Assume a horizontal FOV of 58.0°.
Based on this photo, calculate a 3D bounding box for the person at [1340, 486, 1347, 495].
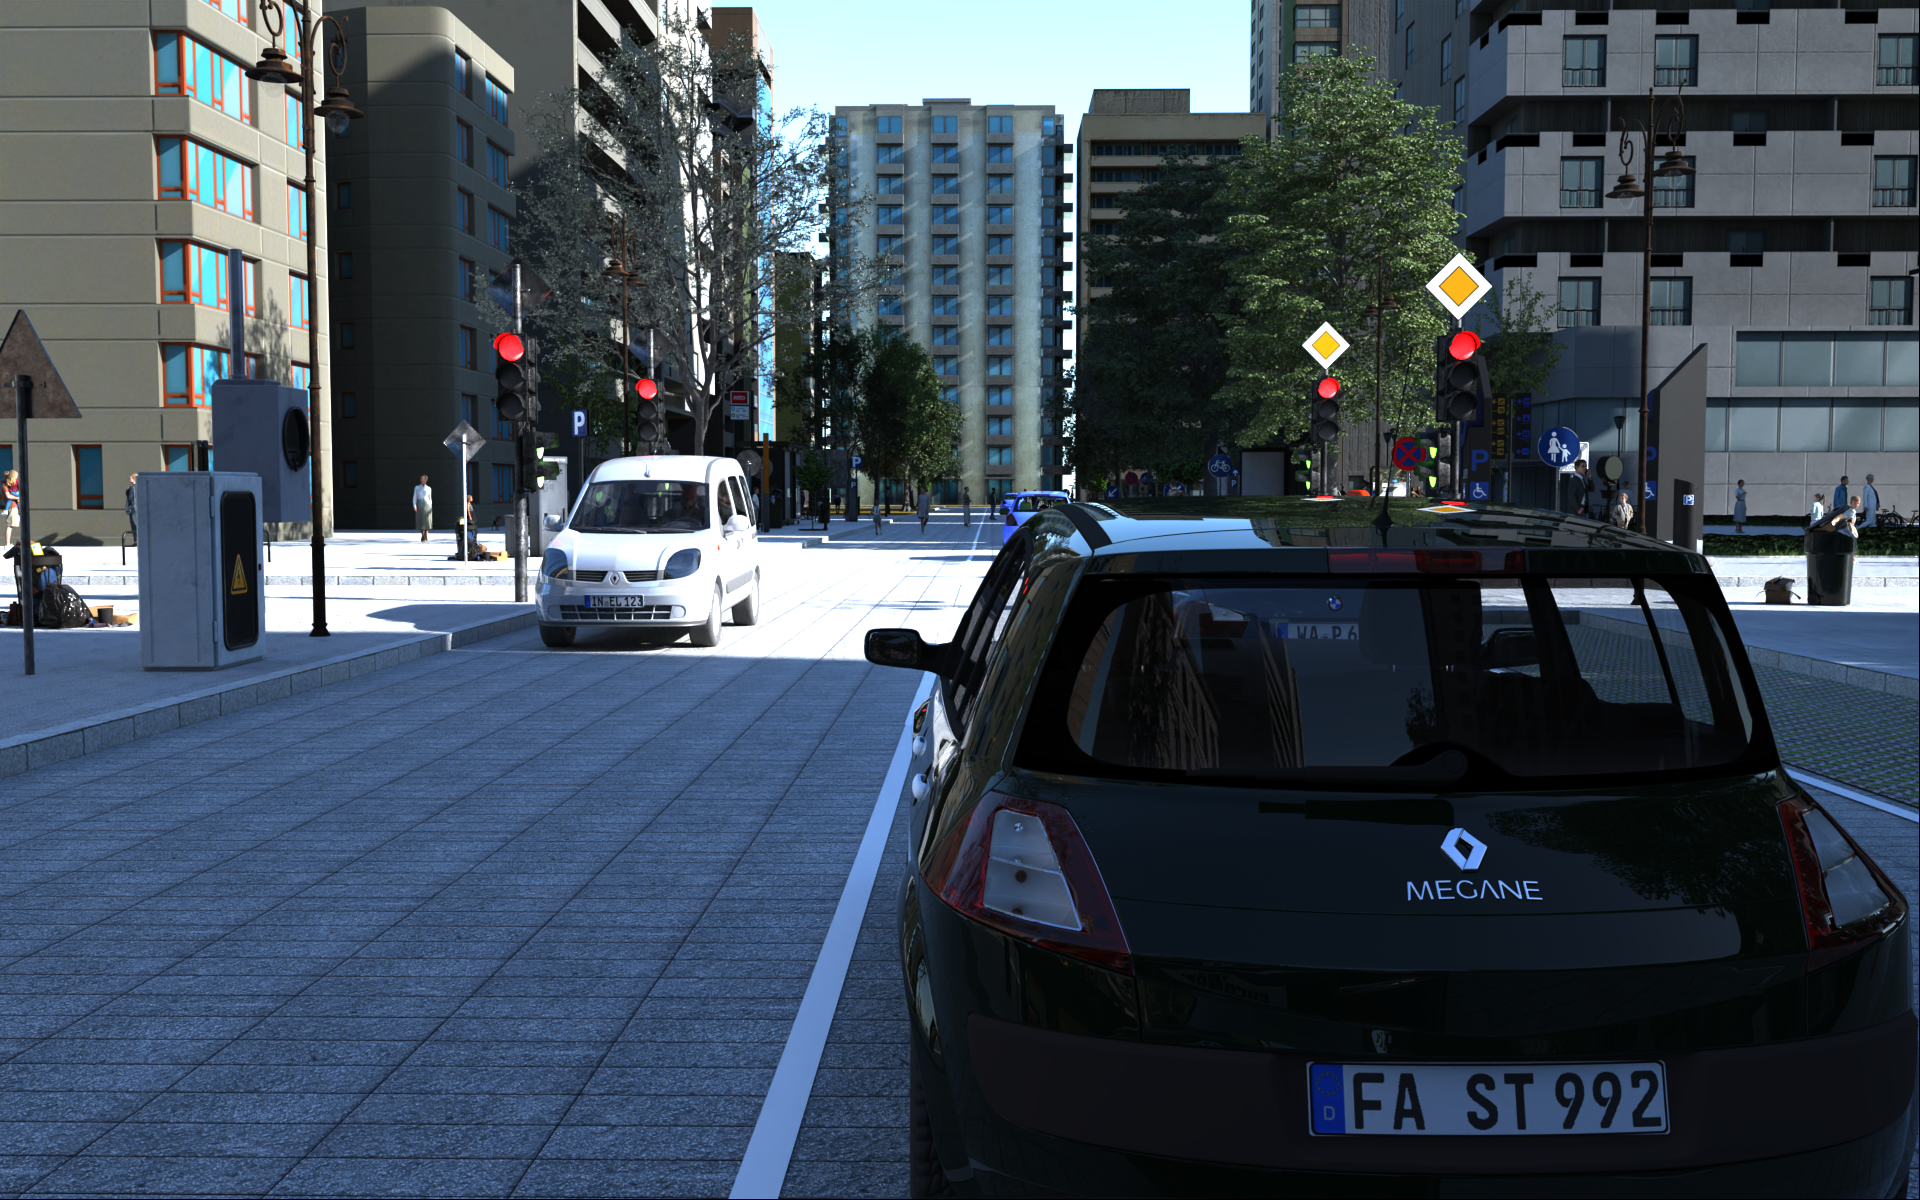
[{"bbox_3d":[26.597,-6.985,120.267,0.705,1.821,1.348,-2,4,-34],"label":"person"}]

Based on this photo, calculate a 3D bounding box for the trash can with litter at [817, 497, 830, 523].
[{"bbox_3d":[-6.083,-3.967,76.249,0.624,1.170,1.055,-1,4,-18],"label":"trash can with litter"}]

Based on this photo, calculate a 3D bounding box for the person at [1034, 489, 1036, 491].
[{"bbox_3d":[6.363,-8.411,146.045,1.348,1.821,0.705,-1,4,-20],"label":"person"}]

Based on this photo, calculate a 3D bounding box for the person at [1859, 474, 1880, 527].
[{"bbox_3d":[25.347,-2.598,48.393,0.818,1.842,0.514,1,4,20],"label":"person"}]

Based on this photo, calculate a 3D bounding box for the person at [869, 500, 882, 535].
[{"bbox_3d":[-2.951,-2.877,60.558,0.505,1.210,0.382,1,4,10],"label":"person"}]

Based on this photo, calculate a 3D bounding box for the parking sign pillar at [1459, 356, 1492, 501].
[{"bbox_3d":[9.910,-2.741,33.288,1.447,3.967,1.447,1,4,10],"label":"parking sign pillar"}]

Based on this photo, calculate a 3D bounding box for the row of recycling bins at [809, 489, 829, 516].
[{"bbox_3d":[-8.333,-5.814,102.175,1.069,1.692,3.534,0,4,4],"label":"row of recycling bins"}]

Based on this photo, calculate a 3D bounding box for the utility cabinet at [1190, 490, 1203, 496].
[{"bbox_3d":[14.059,-5.787,103.290,0.318,1.500,1.173,3,5,39],"label":"utility cabinet"}]

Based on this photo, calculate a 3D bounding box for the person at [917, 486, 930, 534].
[{"bbox_3d":[-1.325,-3.225,61.982,0.466,1.731,0.760,-1,4,-18],"label":"person"}]

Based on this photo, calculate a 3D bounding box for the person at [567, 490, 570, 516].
[{"bbox_3d":[-17.456,-4.279,76.751,0.760,1.731,0.466,0,4,0],"label":"person"}]

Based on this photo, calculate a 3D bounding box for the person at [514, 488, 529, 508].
[{"bbox_3d":[-15.818,-3.433,62.373,0.606,1.804,0.583,-2,4,-29],"label":"person"}]

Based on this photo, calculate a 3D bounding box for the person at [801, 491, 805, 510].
[{"bbox_3d":[-9.727,-6.089,106.519,0.530,1.710,0.541,3,5,45],"label":"person"}]

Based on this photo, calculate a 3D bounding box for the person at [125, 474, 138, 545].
[{"bbox_3d":[-19.837,-2.162,41.809,0.534,1.772,0.576,-1,4,-14],"label":"person"}]

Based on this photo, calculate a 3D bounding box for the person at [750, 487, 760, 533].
[{"bbox_3d":[-6.743,-2.961,57.057,0.523,1.515,0.503,-3,4,-37],"label":"person"}]

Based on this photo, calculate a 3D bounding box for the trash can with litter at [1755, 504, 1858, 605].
[{"bbox_3d":[9.819,-0.532,20.080,1.055,1.170,0.624,2,4,29],"label":"trash can with litter"}]

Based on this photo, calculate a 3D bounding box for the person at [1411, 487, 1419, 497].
[{"bbox_3d":[30.726,-6.767,117.408,1.217,1.735,0.721,-1,4,-21],"label":"person"}]

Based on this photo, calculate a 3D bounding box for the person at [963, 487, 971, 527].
[{"bbox_3d":[0.319,-4.068,75.560,0.362,1.759,0.519,1,4,9],"label":"person"}]

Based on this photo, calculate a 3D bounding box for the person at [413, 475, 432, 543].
[{"bbox_3d":[-14.266,-2.431,46.022,0.478,1.798,0.641,-1,4,-11],"label":"person"}]

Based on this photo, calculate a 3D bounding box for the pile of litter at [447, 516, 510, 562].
[{"bbox_3d":[-9.348,-1.202,33.622,1.176,0.858,1.719,-1,4,-16],"label":"pile of litter"}]

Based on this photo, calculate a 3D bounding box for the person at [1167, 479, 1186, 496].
[{"bbox_3d":[5.839,-2.345,46.812,0.622,1.834,0.822,-2,4,-30],"label":"person"}]

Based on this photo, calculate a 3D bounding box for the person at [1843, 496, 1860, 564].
[{"bbox_3d":[16.277,-1.279,31.642,0.332,1.250,0.352,-2,4,-33],"label":"person"}]

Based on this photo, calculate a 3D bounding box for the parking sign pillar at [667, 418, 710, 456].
[{"bbox_3d":[-8.726,-4.111,55.681,1.447,3.967,1.447,0,4,7],"label":"parking sign pillar"}]

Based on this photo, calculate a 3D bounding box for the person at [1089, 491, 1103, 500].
[{"bbox_3d":[10.232,-7.615,131.267,1.217,1.743,0.721,1,4,19],"label":"person"}]

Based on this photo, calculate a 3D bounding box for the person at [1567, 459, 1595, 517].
[{"bbox_3d":[11.124,-1.566,31.009,0.474,1.900,0.648,1,4,20],"label":"person"}]

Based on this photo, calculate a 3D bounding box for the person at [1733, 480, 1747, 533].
[{"bbox_3d":[25.577,-3.058,56.614,0.480,1.755,0.524,-2,4,-32],"label":"person"}]

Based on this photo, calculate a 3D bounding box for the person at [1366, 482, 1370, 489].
[{"bbox_3d":[16.761,-3.995,71.635,0.850,1.792,0.678,0,4,-7],"label":"person"}]

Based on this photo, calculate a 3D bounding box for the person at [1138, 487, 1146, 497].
[{"bbox_3d":[14.297,-7.909,135.360,0.705,1.824,1.348,-3,4,-38],"label":"person"}]

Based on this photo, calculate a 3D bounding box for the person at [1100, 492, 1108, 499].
[{"bbox_3d":[13.709,-9.542,162.065,1.348,1.822,0.705,-1,4,-15],"label":"person"}]

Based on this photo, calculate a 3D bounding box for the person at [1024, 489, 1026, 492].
[{"bbox_3d":[4.981,-7.624,133.148,1.348,1.824,0.705,2,4,30],"label":"person"}]

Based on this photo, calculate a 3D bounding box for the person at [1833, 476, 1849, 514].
[{"bbox_3d":[24.366,-2.543,47.957,0.601,1.785,0.444,-2,4,-30],"label":"person"}]

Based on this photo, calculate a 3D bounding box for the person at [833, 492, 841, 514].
[{"bbox_3d":[-7.834,-6.173,110.208,0.421,1.427,0.697,-2,4,-25],"label":"person"}]

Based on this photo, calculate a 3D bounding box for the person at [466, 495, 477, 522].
[{"bbox_3d":[-14.679,-2.519,51.891,0.373,1.253,0.362,0,4,0],"label":"person"}]

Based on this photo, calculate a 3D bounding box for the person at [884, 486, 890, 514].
[{"bbox_3d":[-4.662,-6.450,111.588,0.705,1.814,1.350,0,4,6],"label":"person"}]

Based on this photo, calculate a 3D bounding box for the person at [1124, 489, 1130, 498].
[{"bbox_3d":[16.961,-10.353,175.769,0.683,1.767,0.568,-1,4,-13],"label":"person"}]

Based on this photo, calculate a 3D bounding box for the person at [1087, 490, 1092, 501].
[{"bbox_3d":[13.610,-10.645,180.616,0.617,1.759,0.750,0,4,7],"label":"person"}]

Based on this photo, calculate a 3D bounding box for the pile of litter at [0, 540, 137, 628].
[{"bbox_3d":[-8.878,-0.187,17.027,1.719,0.858,1.176,3,4,36],"label":"pile of litter"}]

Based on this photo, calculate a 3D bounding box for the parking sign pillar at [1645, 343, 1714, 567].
[{"bbox_3d":[12.658,-2.588,30.791,1.447,3.967,1.447,-2,4,-31],"label":"parking sign pillar"}]

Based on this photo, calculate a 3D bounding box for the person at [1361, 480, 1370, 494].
[{"bbox_3d":[14.797,-3.482,63.255,0.850,1.792,0.678,-1,4,-23],"label":"person"}]

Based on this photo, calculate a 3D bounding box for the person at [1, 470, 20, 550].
[{"bbox_3d":[-21.778,-2.064,39.759,0.580,1.828,0.573,1,4,19],"label":"person"}]

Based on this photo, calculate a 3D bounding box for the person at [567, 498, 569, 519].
[{"bbox_3d":[-13.741,-3.287,59.961,0.728,1.800,0.709,-1,4,-16],"label":"person"}]

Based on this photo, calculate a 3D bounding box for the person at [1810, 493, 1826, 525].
[{"bbox_3d":[19.757,-1.817,40.036,0.394,1.301,0.425,3,5,41],"label":"person"}]

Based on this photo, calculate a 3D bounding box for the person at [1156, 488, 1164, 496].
[{"bbox_3d":[15.082,-7.607,131.139,1.217,1.735,0.721,3,5,43],"label":"person"}]

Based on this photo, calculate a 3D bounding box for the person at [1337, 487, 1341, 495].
[{"bbox_3d":[24.514,-6.540,113.053,0.705,1.814,1.350,-2,4,-26],"label":"person"}]

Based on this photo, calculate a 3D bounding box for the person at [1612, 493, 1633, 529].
[{"bbox_3d":[15.066,-1.775,39.344,0.475,1.303,0.640,-1,4,-17],"label":"person"}]

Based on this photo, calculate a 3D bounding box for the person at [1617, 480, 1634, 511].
[{"bbox_3d":[22.041,-3.087,57.264,0.466,1.731,0.760,-1,4,-19],"label":"person"}]

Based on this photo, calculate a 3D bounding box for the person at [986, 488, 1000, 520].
[{"bbox_3d":[1.810,-5.240,94.526,0.721,1.781,0.623,1,4,18],"label":"person"}]

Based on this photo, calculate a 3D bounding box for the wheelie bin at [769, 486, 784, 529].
[{"bbox_3d":[-6.963,-3.471,64.667,0.693,1.594,0.980,-1,4,-23],"label":"wheelie bin"}]
